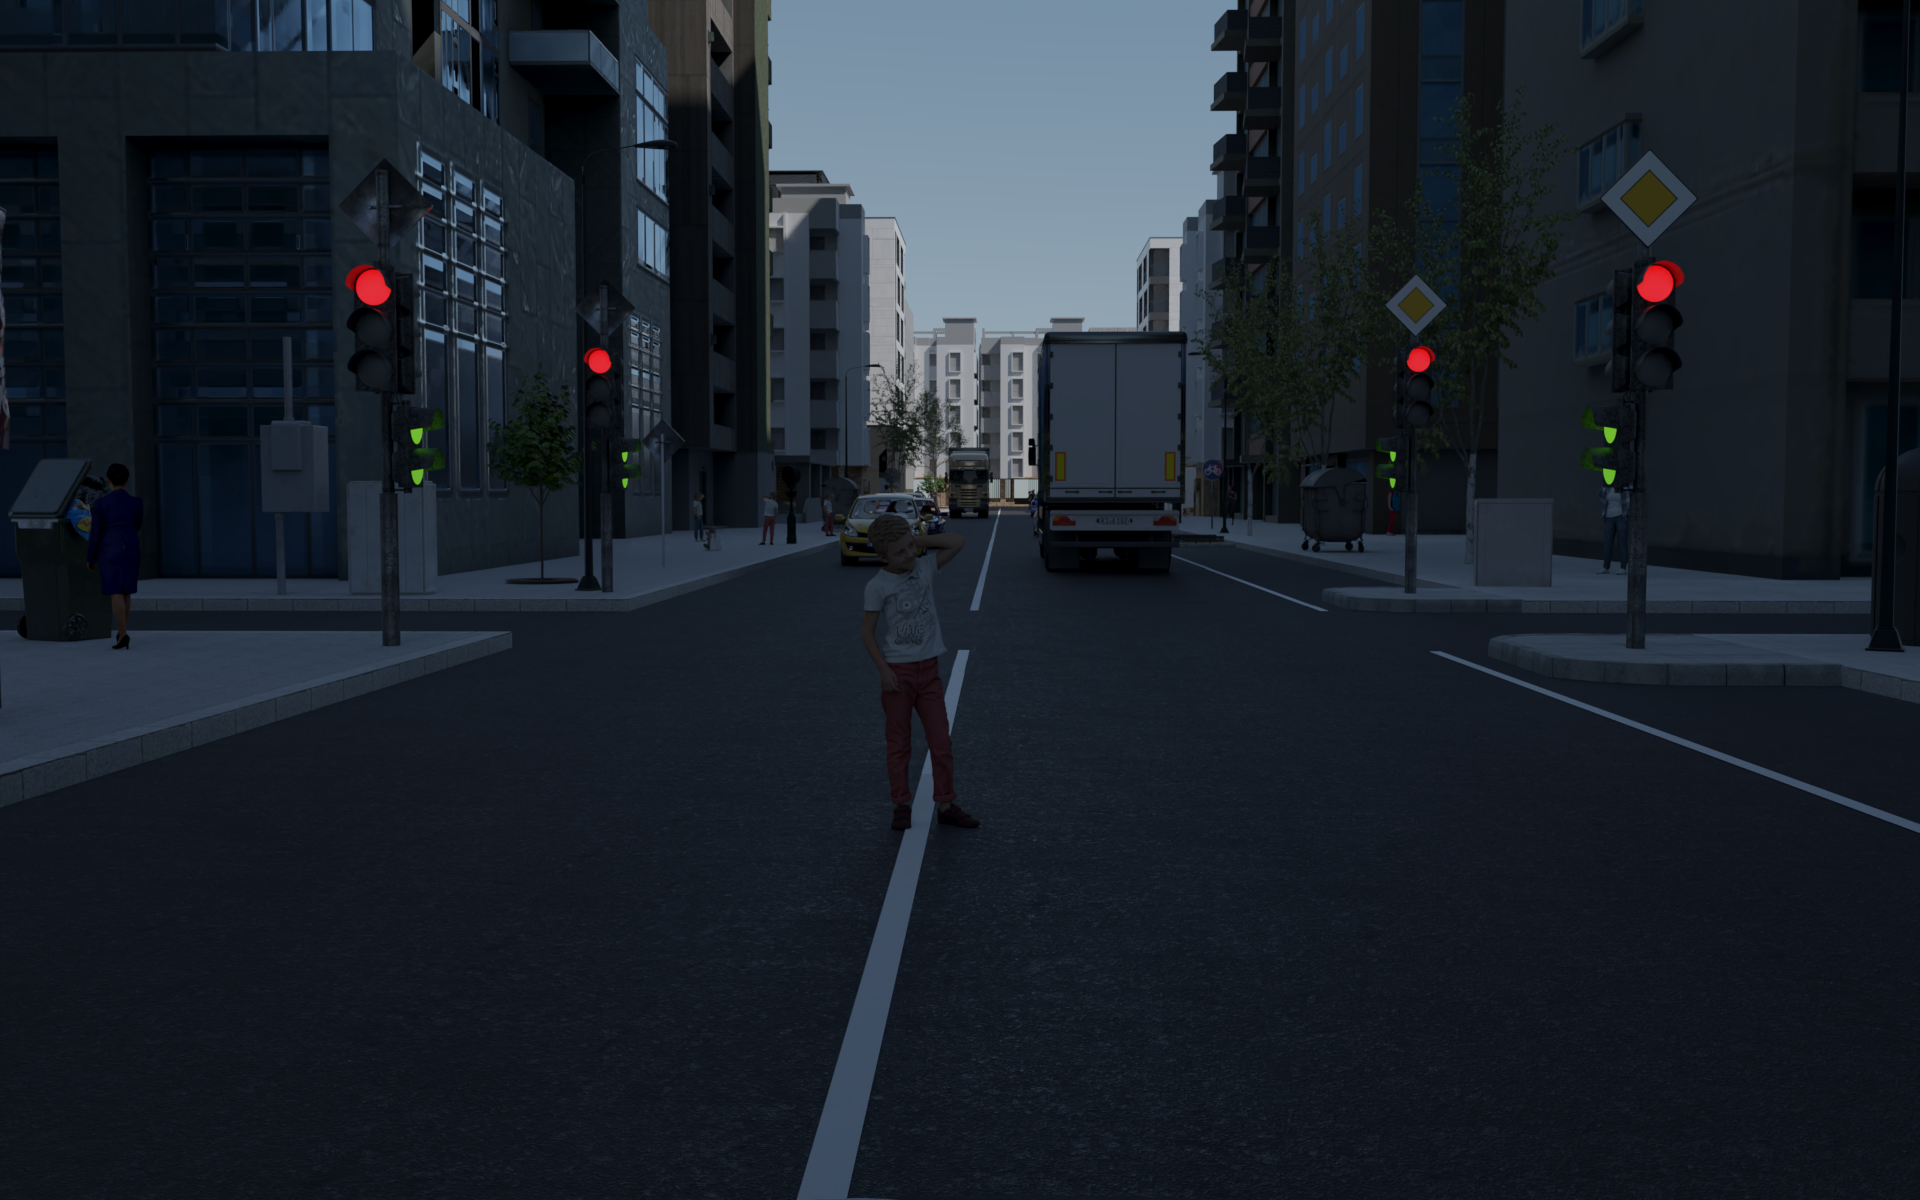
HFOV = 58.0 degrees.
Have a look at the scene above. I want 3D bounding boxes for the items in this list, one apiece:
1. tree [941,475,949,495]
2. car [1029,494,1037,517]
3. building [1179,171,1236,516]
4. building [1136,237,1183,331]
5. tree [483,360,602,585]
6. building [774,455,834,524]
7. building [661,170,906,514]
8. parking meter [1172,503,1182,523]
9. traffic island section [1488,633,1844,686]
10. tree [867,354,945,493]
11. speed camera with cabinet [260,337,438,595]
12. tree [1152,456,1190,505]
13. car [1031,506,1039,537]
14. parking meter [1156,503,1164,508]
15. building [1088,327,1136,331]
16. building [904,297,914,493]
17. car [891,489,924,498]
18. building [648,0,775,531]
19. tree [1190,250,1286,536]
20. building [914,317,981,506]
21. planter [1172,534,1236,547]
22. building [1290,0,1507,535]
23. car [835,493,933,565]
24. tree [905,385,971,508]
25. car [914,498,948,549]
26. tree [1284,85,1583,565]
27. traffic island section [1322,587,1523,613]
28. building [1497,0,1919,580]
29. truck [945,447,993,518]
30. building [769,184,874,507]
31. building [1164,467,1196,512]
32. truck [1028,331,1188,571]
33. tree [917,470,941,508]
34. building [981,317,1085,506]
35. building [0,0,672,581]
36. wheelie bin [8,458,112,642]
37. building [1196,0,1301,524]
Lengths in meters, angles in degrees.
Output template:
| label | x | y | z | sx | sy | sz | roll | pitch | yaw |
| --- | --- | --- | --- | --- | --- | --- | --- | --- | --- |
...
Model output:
| label | x | y | z | sx | sy | sz | roll | pitch | yaw |
| --- | --- | --- | --- | --- | --- | --- | --- | --- | --- |
| tree | -1.846 | -9.879 | 156.125 | 1.663 | 3.219 | 1.824 | 0 | 3 | 0 |
| car | 5.234 | -5.968 | 107.172 | 1.945 | 1.707 | 3.694 | 0 | 4 | 3 |
| building | 21.410 | -15.144 | 104.028 | 16.016 | 20.091 | 11.380 | 0 | 4 | 1 |
| building | 29.402 | -18.950 | 153.800 | 27.936 | 21.610 | 32.646 | 0 | 4 | 1 |
| tree | -5.943 | -1.862 | 25.043 | 1.663 | 3.219 | 1.824 | 0 | 3 | 0 |
| building | -22.639 | -23.849 | 81.815 | 32.217 | 40.220 | 23.993 | 0 | 4 | 1 |
| building | -18.776 | -17.256 | 126.112 | 27.936 | 21.610 | 32.646 | 0 | 4 | 1 |
| parking meter | 9.486 | -4.289 | 75.833 | 0.399 | 1.863 | 0.255 | -2 | 4 | -35 |
| traffic island section | 5.642 | 0.481 | 14.410 | 2.009 | 0.180 | 2.903 | 0 | 4 | 1 |
| tree | -3.180 | -8.690 | 92.446 | 4.737 | 8.622 | 4.395 | 0 | 3 | 0 |
| speed camera with cabinet | -7.782 | -1.697 | 22.088 | 2.038 | 3.252 | 0.660 | 0 | 4 | -1 |
| tree | 9.666 | -6.229 | 85.554 | 4.285 | 4.588 | 4.351 | 0 | 3 | 0 |
| car | 3.480 | -2.849 | 58.938 | 2.083 | 1.381 | 4.827 | 0 | 4 | 0 |
| parking meter | 9.047 | -4.270 | 78.219 | 0.372 | 1.533 | 0.369 | 0 | 3 | 0 |
| building | 29.682 | -19.908 | 191.961 | 31.486 | 18.905 | 16.747 | 0 | 4 | 1 |
| building | -20.524 | -18.133 | 162.932 | 31.486 | 18.905 | 16.747 | 0 | 4 | 1 |
| car | -1.921 | -3.021 | 58.434 | 2.155 | 1.783 | 4.494 | 0 | 4 | 3 |
| building | -14.719 | -17.804 | 62.802 | 14.160 | 30.474 | 14.107 | 0 | 4 | 1 |
| tree | 8.933 | -5.689 | 43.377 | 4.737 | 8.622 | 4.395 | 0 | 3 | 0 |
| building | -3.763 | -20.531 | 192.109 | 11.380 | 20.091 | 16.016 | 0 | 4 | 1 |
| planter | 6.480 | -1.628 | 47.759 | 1.991 | 0.319 | 1.994 | 0 | 4 | 1 |
| building | 19.762 | -25.063 | 59.893 | 14.600 | 45.320 | 14.200 | 0 | 4 | 1 |
| car | -1.556 | -1.580 | 36.056 | 2.015 | 1.641 | 3.980 | 0 | 3 | 0 |
| tree | -2.282 | -13.086 | 148.362 | 7.601 | 10.594 | 8.767 | 0 | 4 | 3 |
| car | -1.286 | -2.080 | 46.594 | 1.945 | 1.354 | 3.894 | 0 | 4 | 1 |
| tree | 9.164 | -4.964 | 31.527 | 4.737 | 8.622 | 4.395 | 0 | 3 | 0 |
| traffic island section | 5.845 | -0.007 | 22.393 | 2.009 | 0.180 | 2.903 | 0 | 4 | 1 |
| building | 23.005 | -25.136 | 34.673 | 21.600 | 48.544 | 21.300 | 0 | 4 | 1 |
| truck | 0.579 | -7.170 | 106.140 | 2.839 | 4.237 | 11.283 | 0 | 4 | 1 |
| building | -13.327 | -15.134 | 103.861 | 16.016 | 20.091 | 11.380 | 0 | 4 | 1 |
| building | 17.895 | -11.131 | 124.145 | 9.099 | 9.664 | 28.070 | 0 | 4 | 1 |
| truck | 2.849 | -2.846 | 35.448 | 2.839 | 4.237 | 11.283 | 0 | 4 | 2 |
| tree | -2.618 | -8.740 | 137.501 | 1.663 | 3.219 | 1.824 | 0 | 3 | 0 |
| building | 7.814 | -20.527 | 192.029 | 11.380 | 20.091 | 16.016 | 0 | 4 | 1 |
| building | -18.947 | -44.404 | 38.679 | 22.319 | 86.520 | 31.000 | 0 | 4 | 1 |
| wheelie bin | -7.910 | -0.453 | 15.323 | 0.980 | 1.594 | 0.693 | 2 | 4 | 24 |
| building | 23.650 | -26.142 | 82.046 | 22.147 | 44.769 | 28.867 | 0 | 4 | 1 |
